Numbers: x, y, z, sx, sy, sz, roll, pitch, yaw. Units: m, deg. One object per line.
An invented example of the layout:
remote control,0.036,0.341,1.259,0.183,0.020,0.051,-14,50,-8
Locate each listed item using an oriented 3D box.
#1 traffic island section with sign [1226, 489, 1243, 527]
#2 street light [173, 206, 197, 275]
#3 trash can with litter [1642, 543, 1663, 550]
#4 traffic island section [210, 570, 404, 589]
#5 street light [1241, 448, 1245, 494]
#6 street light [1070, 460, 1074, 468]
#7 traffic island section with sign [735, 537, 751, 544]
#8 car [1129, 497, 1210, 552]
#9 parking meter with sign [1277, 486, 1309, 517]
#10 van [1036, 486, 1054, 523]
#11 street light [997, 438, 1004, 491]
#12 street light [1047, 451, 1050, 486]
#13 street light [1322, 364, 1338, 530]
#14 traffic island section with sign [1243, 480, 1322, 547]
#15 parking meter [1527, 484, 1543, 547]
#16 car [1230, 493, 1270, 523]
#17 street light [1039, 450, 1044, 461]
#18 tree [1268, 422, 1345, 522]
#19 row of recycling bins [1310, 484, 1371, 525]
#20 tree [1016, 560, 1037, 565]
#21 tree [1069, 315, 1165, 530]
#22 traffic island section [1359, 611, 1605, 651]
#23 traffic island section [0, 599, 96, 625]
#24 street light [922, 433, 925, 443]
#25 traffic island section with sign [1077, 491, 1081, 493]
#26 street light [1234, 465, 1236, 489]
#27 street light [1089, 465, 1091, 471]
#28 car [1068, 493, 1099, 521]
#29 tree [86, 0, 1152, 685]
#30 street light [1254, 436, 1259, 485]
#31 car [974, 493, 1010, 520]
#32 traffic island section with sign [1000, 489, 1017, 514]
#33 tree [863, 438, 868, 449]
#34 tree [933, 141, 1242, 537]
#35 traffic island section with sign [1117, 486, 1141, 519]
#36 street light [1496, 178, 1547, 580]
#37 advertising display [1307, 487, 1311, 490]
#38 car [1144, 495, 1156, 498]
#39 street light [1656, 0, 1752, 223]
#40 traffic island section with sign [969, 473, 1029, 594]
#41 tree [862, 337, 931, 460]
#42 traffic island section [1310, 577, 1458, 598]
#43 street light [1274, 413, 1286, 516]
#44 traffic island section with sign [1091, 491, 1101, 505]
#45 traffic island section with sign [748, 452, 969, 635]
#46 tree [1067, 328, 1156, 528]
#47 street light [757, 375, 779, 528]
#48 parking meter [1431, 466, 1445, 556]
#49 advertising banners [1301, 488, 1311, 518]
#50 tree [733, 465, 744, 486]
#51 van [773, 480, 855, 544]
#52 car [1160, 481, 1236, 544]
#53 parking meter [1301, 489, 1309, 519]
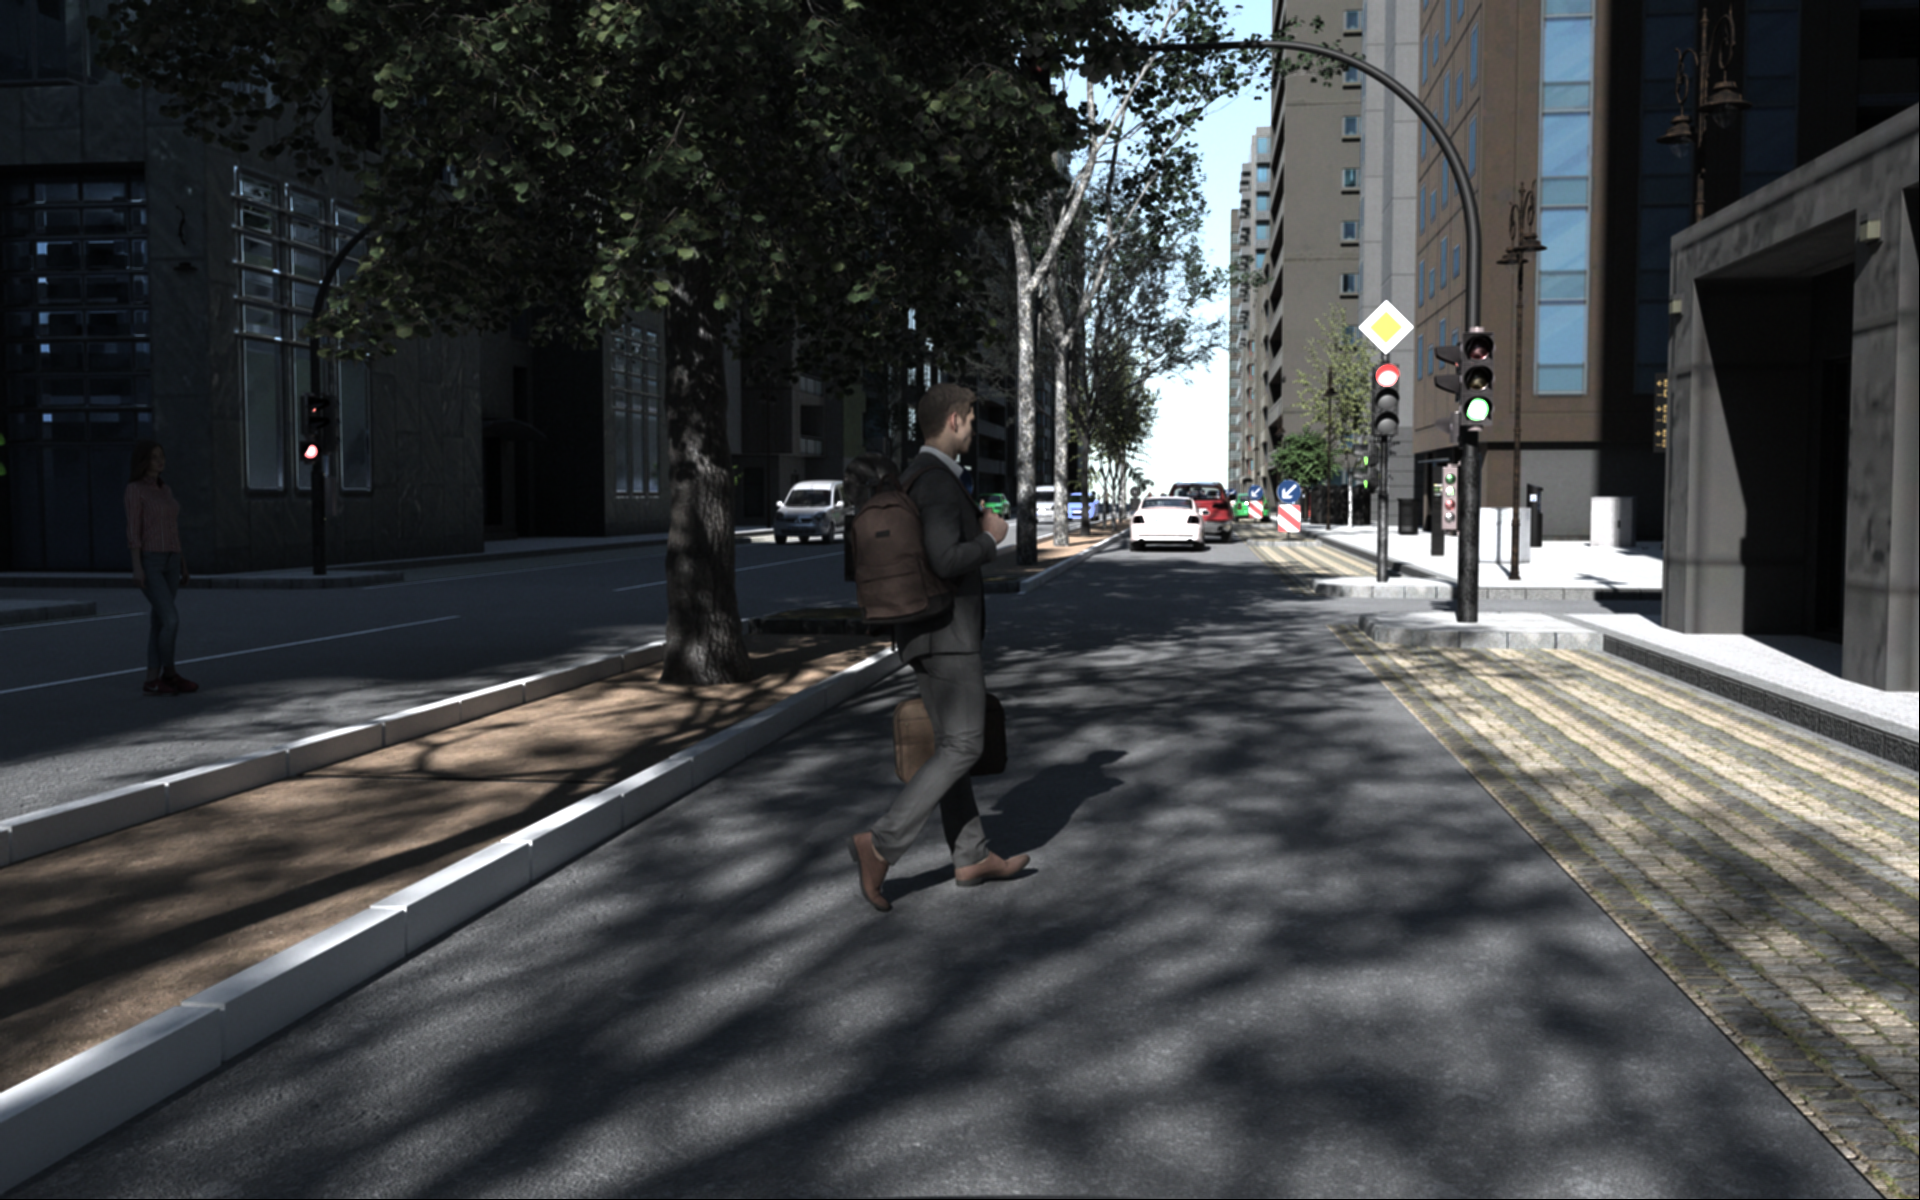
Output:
traffic island section with sign,12.613,-4.040,74.679,1.989,1.847,2.006,0,4,8
street light,-12.067,-3.385,28.133,0.468,5.910,1.993,0,4,8
trash can with litter,16.749,-1.741,39.527,1.678,1.210,2.233,-3,5,-40
traffic island section,-10.200,-0.322,27.547,2.009,0.180,2.903,0,4,8
street light,30.134,-12.950,184.515,0.468,5.910,1.993,0,4,8
street light,14.393,-15.263,222.335,0.468,5.910,1.993,0,4,8
traffic island section with sign,-7.122,-2.534,50.052,1.989,1.847,2.006,0,4,8
car,5.373,-1.972,44.612,2.083,1.381,4.827,1,4,9
parking meter with sign,18.571,-6.136,96.582,1.738,3.016,0.543,1,4,10
van,4.208,-4.720,84.186,2.013,2.044,4.112,1,4,9
street light,3.259,-10.264,140.609,0.468,5.910,1.993,0,4,8
street light,9.517,-13.050,186.155,0.468,5.910,1.993,0,4,8
street light,13.213,-5.455,61.969,0.468,5.910,1.993,0,4,8
traffic island section with sign,8.965,-2.406,47.971,1.989,1.847,2.006,0,4,8
parking meter,13.944,-2.057,42.039,0.372,1.533,0.369,0,3,0
car,14.687,-4.825,87.678,1.959,1.807,4.718,0,4,6
street light,8.277,-12.478,176.801,0.468,5.910,1.993,0,4,8
tree,15.746,-5.833,79.076,4.285,4.588,4.351,0,3,0
row of recycling bins,16.062,-4.046,73.271,1.069,1.692,3.534,-2,4,-26
tree,2.427,-10.689,33.109,12.611,20.169,13.585,0,3,0
tree,6.145,-7.089,68.727,4.360,8.622,3.978,0,3,0
traffic island section,5.107,0.299,17.398,2.009,0.180,2.903,0,4,8
traffic island section,-11.282,0.162,19.635,2.009,0.180,2.903,0,4,8
street light,-1.777,-8.012,103.778,0.468,5.910,1.993,0,4,8
traffic island section with sign,14.384,-12.155,207.363,1.989,1.847,2.006,0,4,8
street light,34.995,-15.163,220.696,0.468,5.910,1.993,0,4,8
street light,19.396,-17.487,258.695,0.468,5.910,1.993,0,4,8
car,6.460,-5.056,92.256,1.945,1.707,3.694,1,4,10
tree,-1.931,-6.335,12.693,9.857,13.997,8.962,0,3,0
street light,23.717,-10.149,138.721,0.468,5.910,1.993,0,4,8
car,1.719,-5.349,96.256,1.959,1.807,4.718,1,4,9
traffic island section with sign,3.267,-7.184,126.087,1.989,1.847,2.006,0,4,8
tree,-5.756,-6.122,83.810,4.285,4.588,4.351,0,3,0
tree,4.229,-8.903,58.393,12.009,13.543,11.850,0,3,0
traffic island section with sign,10.126,-5.635,100.267,2.006,1.907,1.989,0,4,8
street light,8.316,-3.242,25.792,0.468,5.910,1.993,0,4,8
advertising display,19.973,-5.760,99.390,0.123,1.923,0.974,0,4,1
car,27.363,-14.408,248.157,1.945,1.354,3.894,1,4,8
street light,7.083,-2.683,16.648,0.468,5.910,1.993,0,4,8
traffic island section with sign,-0.042,-1.081,25.817,2.006,1.907,1.989,0,4,8
tree,-3.917,-9.731,93.522,7.601,10.594,8.767,0,4,1
traffic island section,6.189,-0.185,25.310,2.009,0.180,2.903,0,4,8
street light,18.841,-7.936,102.541,0.468,5.910,1.993,0,4,8
traffic island section with sign,18.124,-13.826,234.689,1.989,1.847,2.006,0,4,8
traffic island section with sign,-1.055,-0.633,18.479,2.006,1.907,1.989,0,4,8
tree,6.984,-7.727,79.162,4.737,8.622,4.395,0,3,0
street light,-7.238,-5.666,65.424,0.468,5.910,1.993,0,4,8
parking meter,9.972,-1.859,36.110,0.255,1.863,0.399,1,4,14
advertising banners,19.220,-6.022,94.653,2.074,3.025,0.090,3,5,42
tree,-8.607,-4.027,60.438,1.663,3.219,1.824,0,3,0
van,-4.248,-2.679,50.814,2.013,2.044,4.112,1,4,9
car,7.097,-2.633,51.718,2.281,1.827,5.304,1,4,8
parking meter,17.577,-4.879,88.185,0.372,1.533,0.369,0,3,0
